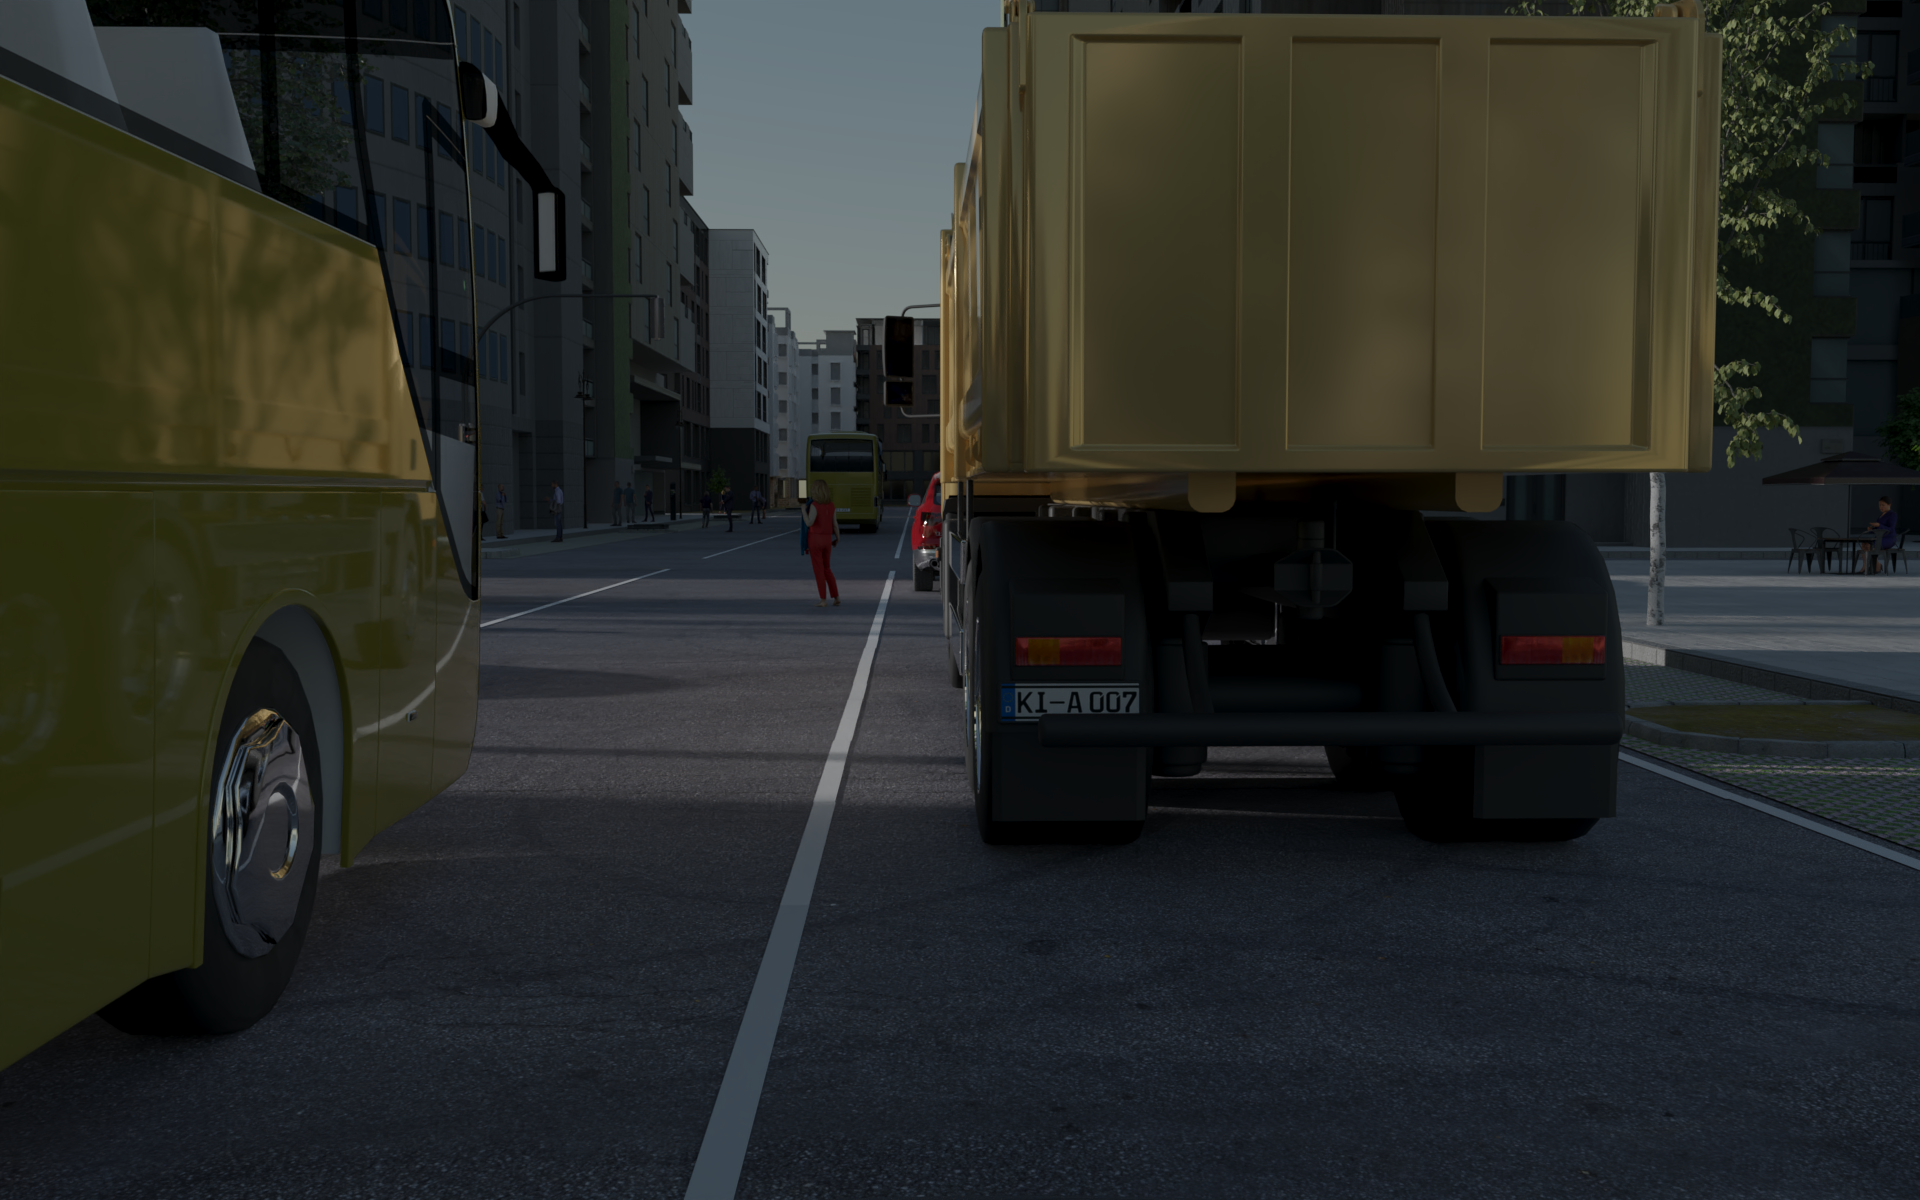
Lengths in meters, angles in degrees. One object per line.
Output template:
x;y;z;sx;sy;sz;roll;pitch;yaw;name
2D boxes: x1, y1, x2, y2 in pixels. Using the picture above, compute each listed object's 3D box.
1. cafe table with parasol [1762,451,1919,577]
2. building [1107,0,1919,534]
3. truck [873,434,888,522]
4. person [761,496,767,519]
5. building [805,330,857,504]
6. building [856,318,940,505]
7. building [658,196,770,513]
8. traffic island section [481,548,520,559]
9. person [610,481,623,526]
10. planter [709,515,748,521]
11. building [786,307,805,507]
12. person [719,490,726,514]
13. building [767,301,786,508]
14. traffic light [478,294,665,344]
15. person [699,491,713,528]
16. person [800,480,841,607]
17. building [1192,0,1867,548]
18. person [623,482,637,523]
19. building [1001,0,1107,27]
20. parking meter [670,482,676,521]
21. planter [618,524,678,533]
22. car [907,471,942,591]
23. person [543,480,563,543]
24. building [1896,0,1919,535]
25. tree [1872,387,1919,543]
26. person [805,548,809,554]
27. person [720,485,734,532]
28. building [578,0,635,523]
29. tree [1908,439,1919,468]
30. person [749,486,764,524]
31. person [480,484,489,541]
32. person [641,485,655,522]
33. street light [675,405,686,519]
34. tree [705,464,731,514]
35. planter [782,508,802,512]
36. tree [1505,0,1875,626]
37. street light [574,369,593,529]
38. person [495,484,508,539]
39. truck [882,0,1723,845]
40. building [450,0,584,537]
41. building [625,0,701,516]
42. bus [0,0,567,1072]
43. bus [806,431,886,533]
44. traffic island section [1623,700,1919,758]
14.200;-1.395;27.673;2.610;1.966;2.610;-3;4;-36;cafe table with parasol
20.482;-29.220;66.983;28.713;52.752;27.495;0;4;-1;building
-5.202;-5.966;86.451;2.839;4.237;11.283;0;3;0;truck
-11.356;-5.365;99.451;0.421;1.427;0.697;3;5;41;person
-17.918;-21.399;206.292;11.380;20.091;16.016;0;4;-1;building
3.955;-22.507;211.964;32.646;21.610;27.936;0;4;-1;building
-29.761;-17.569;131.235;27.936;21.610;32.646;0;4;-1;building
-11.260;-1.055;39.530;2.009;0.180;2.903;0;4;-1;traffic island section
-13.718;-3.854;69.177;0.434;1.807;0.598;-3;4;-37;person
-12.286;-4.327;91.878;1.991;0.319;1.994;0;4;-1;planter
-22.842;-19.896;181.712;11.380;20.091;16.016;0;4;-1;building
-15.107;-6.218;110.253;0.613;1.512;0.480;2;4;24;person
-25.310;-18.884;165.177;16.016;20.091;11.380;0;4;-1;building
-9.131;-3.964;39.485;4.771;5.953;1.251;0;4;-1;traffic light
-10.718;-3.788;72.641;0.569;1.553;0.471;3;4;36;person
-1.773;-0.725;22.056;0.593;1.614;0.444;-2;4;-24;person
14.245;-16.858;47.335;14.107;30.474;14.160;0;4;-1;building
-14.575;-4.305;76.557;0.598;1.807;0.434;1;4;17;person
9.441;-25.936;107.650;14.154;41.232;14.086;0;4;-1;building
-13.923;-4.792;84.061;0.255;1.863;0.399;0;4;-3;parking meter
-11.586;-2.658;64.601;1.991;0.319;1.994;0;4;-1;planter
0.305;-1.123;27.037;2.281;1.827;5.304;0;4;0;car
-12.014;-2.615;51.119;0.599;1.838;0.709;-1;4;-8;person
36.583;-24.235;46.351;14.200;45.320;14.600;0;4;-1;building
26.064;-3.800;45.843;4.285;4.588;4.351;0;3;0;tree
-3.399;-1.836;41.060;0.613;1.512;0.480;0;4;6;person
-8.779;-3.441;65.207;0.568;1.767;0.683;-2;4;-25;person
-22.081;-23.810;72.894;14.154;41.232;14.086;0;4;-1;building
14.246;-1.783;23.757;1.663;3.219;1.824;0;3;0;tree
-9.781;-4.580;83.245;0.709;1.838;0.599;-2;4;-24;person
-13.194;-2.396;47.422;0.614;1.554;0.590;3;5;45;person
-14.384;-4.459;79.864;0.530;1.710;0.541;-3;4;-37;person
-14.511;-7.158;89.816;0.468;5.910;1.993;0;4;-1;street light
-15.823;-7.243;113.028;1.663;3.219;1.824;0;3;0;tree
-13.574;-7.394;142.039;1.991;0.319;1.994;0;4;-1;planter
6.628;-4.048;16.555;4.737;8.622;4.395;0;3;0;tree
-13.949;-5.599;64.330;0.468;5.910;1.993;0;4;-1;street light
-13.174;-2.549;49.776;0.319;1.574;0.516;0;4;7;person
1.204;-0.905;10.728;3.469;3.379;9.791;0;4;-2;truck
-24.666;-31.142;51.178;21.231;58.520;28.212;0;4;-1;building
-29.220;-30.821;93.167;28.713;52.752;27.495;0;4;-1;building
-2.977;-0.599;1.344;2.896;3.916;12.252;0;4;-1;bus
-4.348;-4.596;66.698;2.896;3.916;12.252;0;4;-2;bus
4.949;0.767;10.323;1.991;0.108;1.994;0;4;-1;traffic island section
